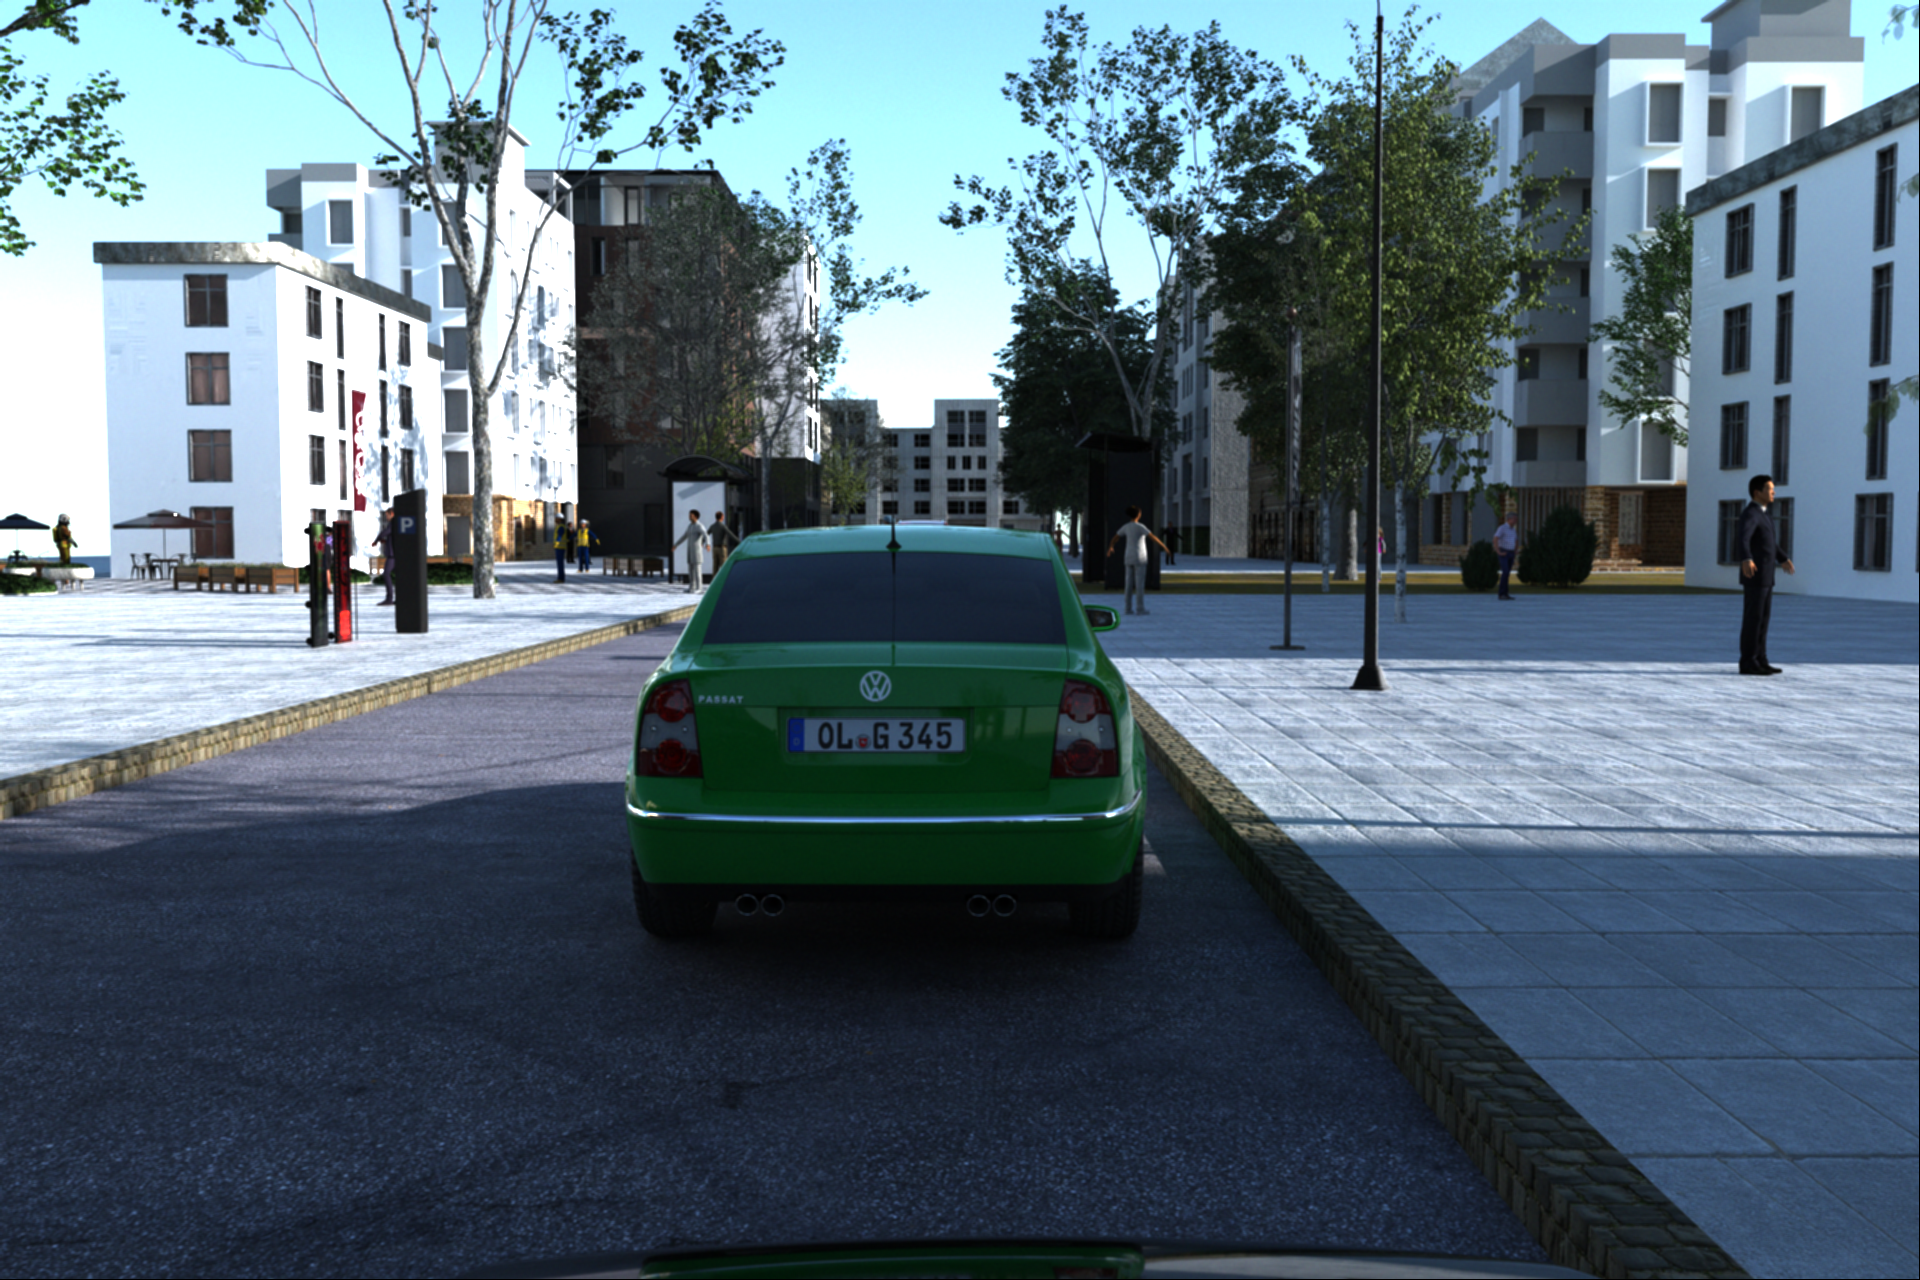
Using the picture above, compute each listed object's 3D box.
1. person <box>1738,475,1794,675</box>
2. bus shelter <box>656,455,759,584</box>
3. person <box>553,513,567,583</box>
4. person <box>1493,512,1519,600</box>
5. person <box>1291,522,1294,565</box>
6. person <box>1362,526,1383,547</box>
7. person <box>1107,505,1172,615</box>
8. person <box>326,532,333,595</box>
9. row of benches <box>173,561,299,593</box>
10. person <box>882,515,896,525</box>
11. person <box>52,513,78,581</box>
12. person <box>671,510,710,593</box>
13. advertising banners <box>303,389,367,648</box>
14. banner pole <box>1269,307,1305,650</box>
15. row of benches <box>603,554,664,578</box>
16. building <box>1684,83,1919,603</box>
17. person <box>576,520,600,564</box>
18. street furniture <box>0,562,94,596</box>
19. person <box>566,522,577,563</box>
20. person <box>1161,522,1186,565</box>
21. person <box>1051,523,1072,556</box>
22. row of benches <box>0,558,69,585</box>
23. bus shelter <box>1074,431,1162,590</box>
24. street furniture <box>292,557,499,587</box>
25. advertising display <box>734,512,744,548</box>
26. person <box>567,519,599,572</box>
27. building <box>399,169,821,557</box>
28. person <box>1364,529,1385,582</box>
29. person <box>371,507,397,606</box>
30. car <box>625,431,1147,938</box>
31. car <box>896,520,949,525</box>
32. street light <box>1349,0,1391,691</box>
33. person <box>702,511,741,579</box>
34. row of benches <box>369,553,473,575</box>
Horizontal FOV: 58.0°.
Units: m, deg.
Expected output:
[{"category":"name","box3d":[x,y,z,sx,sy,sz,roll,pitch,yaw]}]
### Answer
[{"category":"person","box3d":[7.334,-0.600,15.853,0.704,1.823,1.345,3,5,40]},{"category":"bus shelter","box3d":[-6.749,-3.242,46.927,2.014,3.302,5.546,0,4,0]},{"category":"person","box3d":[-10.486,-2.403,45.258,0.705,1.833,1.349,-1,4,-11]},{"category":"person","box3d":[10.759,-1.647,33.916,0.756,1.711,0.436,-2,4,-29]},{"category":"person","box3d":[13.716,-4.036,72.123,0.704,1.812,1.346,1,4,16]},{"category":"person","box3d":[12.157,-2.731,50.787,0.705,1.813,1.348,2,4,34]},{"category":"person","box3d":[2.851,-1.282,27.736,1.217,1.739,0.721,3,5,40]},{"category":"person","box3d":[-13.360,-1.674,36.652,0.421,1.427,0.697,1,4,13]},{"category":"row of benches","box3d":[-16.170,-1.422,38.715,4.104,0.672,1.422,3,4,36]},{"category":"person","box3d":[-1.501,-1.662,35.765,0.704,1.817,1.347,1,4,12]},{"category":"person","box3d":[-24.709,-2.573,47.835,0.705,1.858,1.354,-3,5,-44]},{"category":"person","box3d":[-5.775,-1.916,37.514,0.705,1.806,1.347,-3,5,-44]},{"category":"advertising banners","box3d":[-7.302,-1.480,20.381,0.090,3.025,2.074,0,3,0]},{"category":"banner pole","box3d":[3.647,-1.771,18.967,0.401,3.779,0.863,0,3,0]},{"category":"row of benches","box3d":[-9.904,-2.264,52.485,1.422,0.672,4.104,-2,4,-28]},{"category":"building","box3d":[22.337,-5.298,28.774,9.099,9.664,28.070,0,3,0]},{"category":"person","box3d":[-15.846,-4.146,73.564,0.705,1.856,1.354,2,4,33]},{"category":"street furniture","box3d":[-24.347,-1.355,37.783,10.072,0.657,5.734,0,4,3]},{"category":"person","box3d":[-17.121,-4.281,76.174,0.705,1.806,1.347,2,4,30]},{"category":"person","box3d":[8.774,-4.032,72.151,1.346,1.802,0.704,-2,4,-24]},{"category":"person","box3d":[4.162,-4.065,73.268,1.217,1.733,0.721,-1,4,-12]},{"category":"row of benches","box3d":[-24.732,-1.736,43.844,4.104,0.672,1.422,0,4,4]},{"category":"bus shelter","box3d":[3.837,-3.131,42.471,1.731,3.624,6.357,0,4,1]},{"category":"street furniture","box3d":[-15.283,-1.912,46.894,5.734,0.657,10.072,-1,4,-13]},{"category":"advertising display","box3d":[-6.467,-2.782,50.700,0.123,1.923,0.974,0,4,2]},{"category":"person","box3d":[-12.630,-3.149,57.951,1.216,1.772,0.721,1,4,11]},{"category":"building","box3d":[-24.240,-16.498,113.724,27.936,21.610,32.646,0,4,0]},{"category":"person","box3d":[11.234,-2.301,46.891,0.599,1.433,0.991,-1,4,-19]},{"category":"person","box3d":[-10.329,-1.514,31.244,0.568,1.767,0.683,0,4,1]},{"category":"car","box3d":[-0.232,0.078,7.526,1.959,1.807,4.718,0,4,1]},{"category":"car","box3d":[-1.036,-2.390,47.744,2.281,1.827,5.304,0,4,0]},{"category":"street light","box3d":[3.942,-2.546,14.164,1.470,5.913,1.316,0,4,0]},{"category":"person","box3d":[-5.479,-2.040,39.618,1.348,1.796,0.705,2,4,31]},{"category":"row of benches","box3d":[-16.934,-2.437,55.310,4.104,0.672,1.422,-3,5,-42]}]
